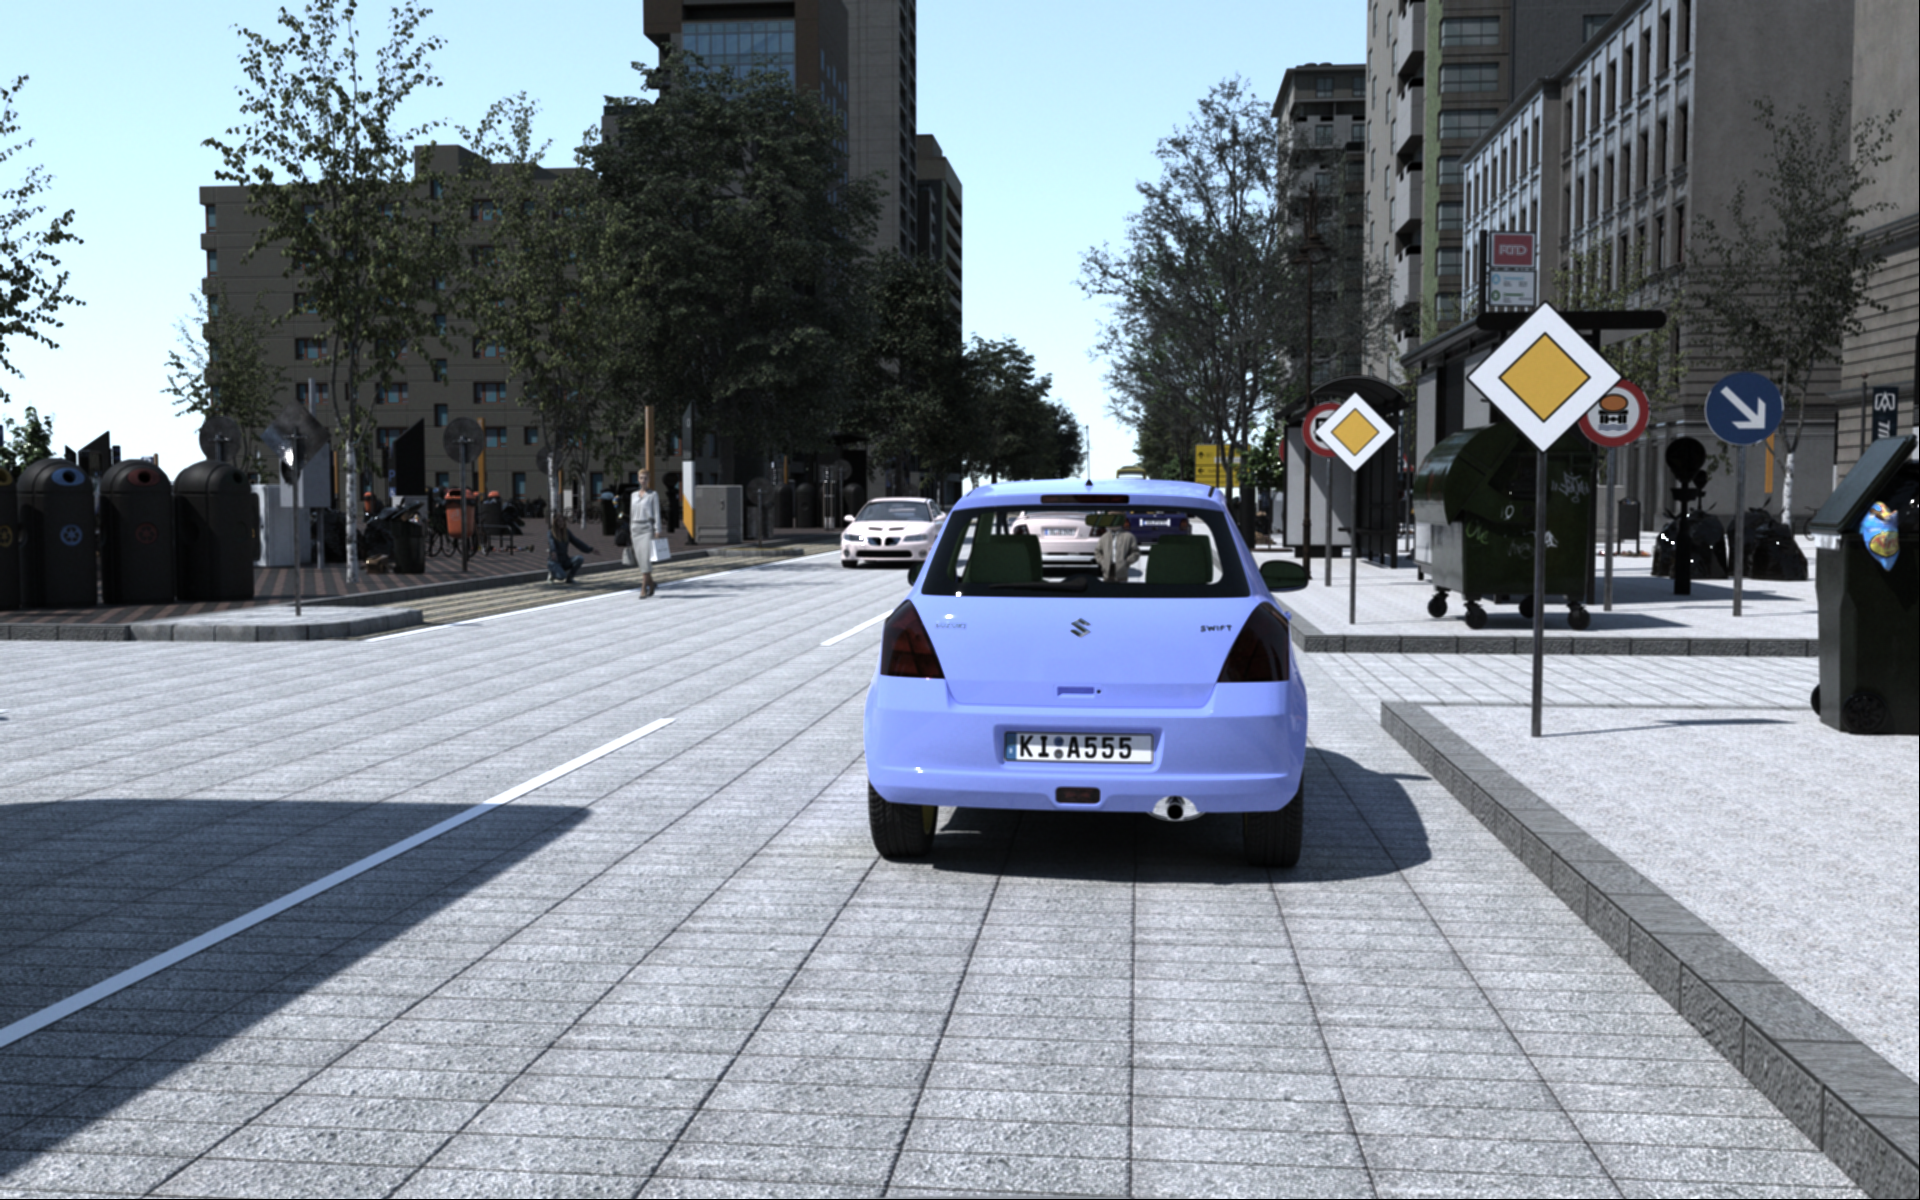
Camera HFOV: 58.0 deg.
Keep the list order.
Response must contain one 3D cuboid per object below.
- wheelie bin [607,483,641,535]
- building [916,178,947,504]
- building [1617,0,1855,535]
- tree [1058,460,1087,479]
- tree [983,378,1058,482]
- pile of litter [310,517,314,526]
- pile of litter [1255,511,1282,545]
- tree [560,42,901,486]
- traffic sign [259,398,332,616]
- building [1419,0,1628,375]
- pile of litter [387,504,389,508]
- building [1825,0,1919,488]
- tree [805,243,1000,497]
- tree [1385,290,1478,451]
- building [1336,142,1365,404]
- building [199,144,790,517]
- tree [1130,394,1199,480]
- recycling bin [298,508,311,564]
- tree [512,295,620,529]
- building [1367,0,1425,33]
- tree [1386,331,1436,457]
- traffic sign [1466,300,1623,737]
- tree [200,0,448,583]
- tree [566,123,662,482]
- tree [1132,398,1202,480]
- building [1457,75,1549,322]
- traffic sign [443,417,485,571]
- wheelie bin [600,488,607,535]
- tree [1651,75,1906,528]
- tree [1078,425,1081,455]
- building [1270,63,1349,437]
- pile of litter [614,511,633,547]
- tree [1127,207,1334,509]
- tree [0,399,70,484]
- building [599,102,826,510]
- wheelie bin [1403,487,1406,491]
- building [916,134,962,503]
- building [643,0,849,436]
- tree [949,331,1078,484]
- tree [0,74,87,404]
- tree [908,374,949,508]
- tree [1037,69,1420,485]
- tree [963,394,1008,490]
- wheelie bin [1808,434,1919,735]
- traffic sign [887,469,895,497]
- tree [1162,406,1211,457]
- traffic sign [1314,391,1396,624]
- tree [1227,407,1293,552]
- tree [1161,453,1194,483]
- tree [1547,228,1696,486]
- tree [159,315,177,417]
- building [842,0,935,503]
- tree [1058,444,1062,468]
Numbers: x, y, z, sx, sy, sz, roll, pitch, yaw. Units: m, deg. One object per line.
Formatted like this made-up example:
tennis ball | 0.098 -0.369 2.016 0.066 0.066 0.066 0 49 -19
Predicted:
wheelie bin | -9.675 -2.627 50.862 0.980 1.594 0.693 -3 4 -36
building | -9.417 -32.779 219.525 14.154 41.232 14.086 0 4 6
building | 28.445 -13.060 62.685 9.793 20.994 18.267 0 4 6
tree | 14.712 -19.447 252.366 8.767 10.594 7.601 -2 4 -29
tree | 5.183 -15.236 167.234 7.486 12.596 7.792 0 3 0
pile of litter | -16.920 -1.781 43.077 1.719 0.858 1.176 2 4 31
pile of litter | 7.477 -1.856 44.303 1.176 0.858 1.719 -1 4 -22
tree | -6.703 -8.775 50.120 9.857 13.997 8.962 0 3 0
traffic sign | -6.964 -0.889 18.175 0.795 2.450 0.064 0 4 6
building | 34.473 -25.630 102.642 14.154 41.232 14.086 0 4 6
pile of litter | -29.231 -4.579 88.839 1.719 0.858 1.176 -1 4 -13
building | 37.826 -13.134 33.821 34.723 24.649 14.460 0 4 6
tree | -2.702 -9.917 79.155 9.611 12.733 9.660 0 3 0
tree | 17.261 -6.811 61.721 4.737 8.622 4.395 0 3 0
building | 38.310 -22.790 144.310 14.160 30.474 14.107 0 4 6
building | -27.407 -16.234 110.462 27.650 21.520 28.899 0 4 6
tree | 21.195 -15.917 178.377 7.486 12.596 7.792 0 3 0
recycling bin | -12.357 -1.167 31.631 0.722 1.027 0.722 0 4 8
tree | -14.045 -6.907 63.289 4.360 8.622 3.978 0 3 0
building | 43.849 -32.596 122.181 28.713 52.752 27.495 0 4 6
tree | 21.078 -7.753 77.126 4.360 8.622 3.978 0 3 0
traffic sign | 3.042 -0.333 9.088 0.795 2.450 0.064 0 4 6
tree | -8.573 -4.558 24.890 4.737 8.622 4.395 0 3 0
tree | -7.517 -4.989 31.934 4.737 8.622 4.395 0 3 0
tree | 23.931 -16.928 193.781 9.611 12.733 9.660 0 3 0
building | 29.746 -14.173 80.881 9.793 20.994 18.267 0 4 6
traffic sign | -8.227 -1.748 28.693 0.768 2.556 0.104 1 4 15
wheelie bin | -10.826 -2.806 53.779 0.693 1.594 0.980 -1 4 -18
tree | 14.935 -4.951 31.307 4.360 8.622 3.978 0 3 0
tree | 12.138 -19.952 232.876 9.857 13.997 8.962 0 3 0
building | 52.778 -37.929 209.377 28.713 52.752 27.495 0 4 6
pile of litter | -8.059 -1.772 42.934 1.176 0.858 1.719 0 4 3
tree | 9.916 -8.466 64.167 9.928 11.665 9.643 0 3 0
tree | -18.529 -2.459 34.804 1.663 3.219 1.824 0 3 0
building | -18.313 -22.001 131.425 14.160 30.474 14.107 0 4 6
wheelie bin | 20.843 -4.478 81.127 0.693 1.594 0.980 1 4 15
building | -11.350 -37.536 237.408 21.300 48.544 21.600 0 4 6
building | -17.324 -30.313 145.724 14.600 45.320 14.200 0 4 6
tree | 2.810 -14.028 136.017 9.857 13.997 8.962 0 3 0
tree | -16.811 -4.785 28.592 4.737 8.622 4.395 0 3 0
tree | -1.479 -9.265 101.839 4.737 8.622 4.395 0 3 0
tree | 8.340 -8.616 51.239 12.009 13.543 11.850 0 3 0
tree | 1.151 -10.479 121.701 4.360 8.622 3.978 0 3 0
wheelie bin | 5.063 -0.095 9.458 0.693 1.594 0.980 1 4 12
traffic sign | -3.293 -5.268 86.236 0.768 2.556 0.104 1 4 14
tree | 18.809 -11.862 144.313 4.737 8.622 4.395 0 3 0
traffic sign | 3.869 -0.819 17.030 0.795 2.450 0.064 0 4 6
tree | 6.930 -2.703 38.795 1.663 3.219 1.824 0 3 0
tree | 15.887 -8.441 121.719 4.285 4.588 4.351 0 3 0
tree | 18.278 -6.025 48.874 4.737 8.622 4.395 0 3 0
tree | -24.339 -6.585 58.028 4.737 8.622 4.395 0 3 0
building | -13.580 -46.690 201.634 20.563 71.187 20.611 0 4 6
tree | 6.869 -16.295 184.548 7.486 12.596 7.792 0 3 0
